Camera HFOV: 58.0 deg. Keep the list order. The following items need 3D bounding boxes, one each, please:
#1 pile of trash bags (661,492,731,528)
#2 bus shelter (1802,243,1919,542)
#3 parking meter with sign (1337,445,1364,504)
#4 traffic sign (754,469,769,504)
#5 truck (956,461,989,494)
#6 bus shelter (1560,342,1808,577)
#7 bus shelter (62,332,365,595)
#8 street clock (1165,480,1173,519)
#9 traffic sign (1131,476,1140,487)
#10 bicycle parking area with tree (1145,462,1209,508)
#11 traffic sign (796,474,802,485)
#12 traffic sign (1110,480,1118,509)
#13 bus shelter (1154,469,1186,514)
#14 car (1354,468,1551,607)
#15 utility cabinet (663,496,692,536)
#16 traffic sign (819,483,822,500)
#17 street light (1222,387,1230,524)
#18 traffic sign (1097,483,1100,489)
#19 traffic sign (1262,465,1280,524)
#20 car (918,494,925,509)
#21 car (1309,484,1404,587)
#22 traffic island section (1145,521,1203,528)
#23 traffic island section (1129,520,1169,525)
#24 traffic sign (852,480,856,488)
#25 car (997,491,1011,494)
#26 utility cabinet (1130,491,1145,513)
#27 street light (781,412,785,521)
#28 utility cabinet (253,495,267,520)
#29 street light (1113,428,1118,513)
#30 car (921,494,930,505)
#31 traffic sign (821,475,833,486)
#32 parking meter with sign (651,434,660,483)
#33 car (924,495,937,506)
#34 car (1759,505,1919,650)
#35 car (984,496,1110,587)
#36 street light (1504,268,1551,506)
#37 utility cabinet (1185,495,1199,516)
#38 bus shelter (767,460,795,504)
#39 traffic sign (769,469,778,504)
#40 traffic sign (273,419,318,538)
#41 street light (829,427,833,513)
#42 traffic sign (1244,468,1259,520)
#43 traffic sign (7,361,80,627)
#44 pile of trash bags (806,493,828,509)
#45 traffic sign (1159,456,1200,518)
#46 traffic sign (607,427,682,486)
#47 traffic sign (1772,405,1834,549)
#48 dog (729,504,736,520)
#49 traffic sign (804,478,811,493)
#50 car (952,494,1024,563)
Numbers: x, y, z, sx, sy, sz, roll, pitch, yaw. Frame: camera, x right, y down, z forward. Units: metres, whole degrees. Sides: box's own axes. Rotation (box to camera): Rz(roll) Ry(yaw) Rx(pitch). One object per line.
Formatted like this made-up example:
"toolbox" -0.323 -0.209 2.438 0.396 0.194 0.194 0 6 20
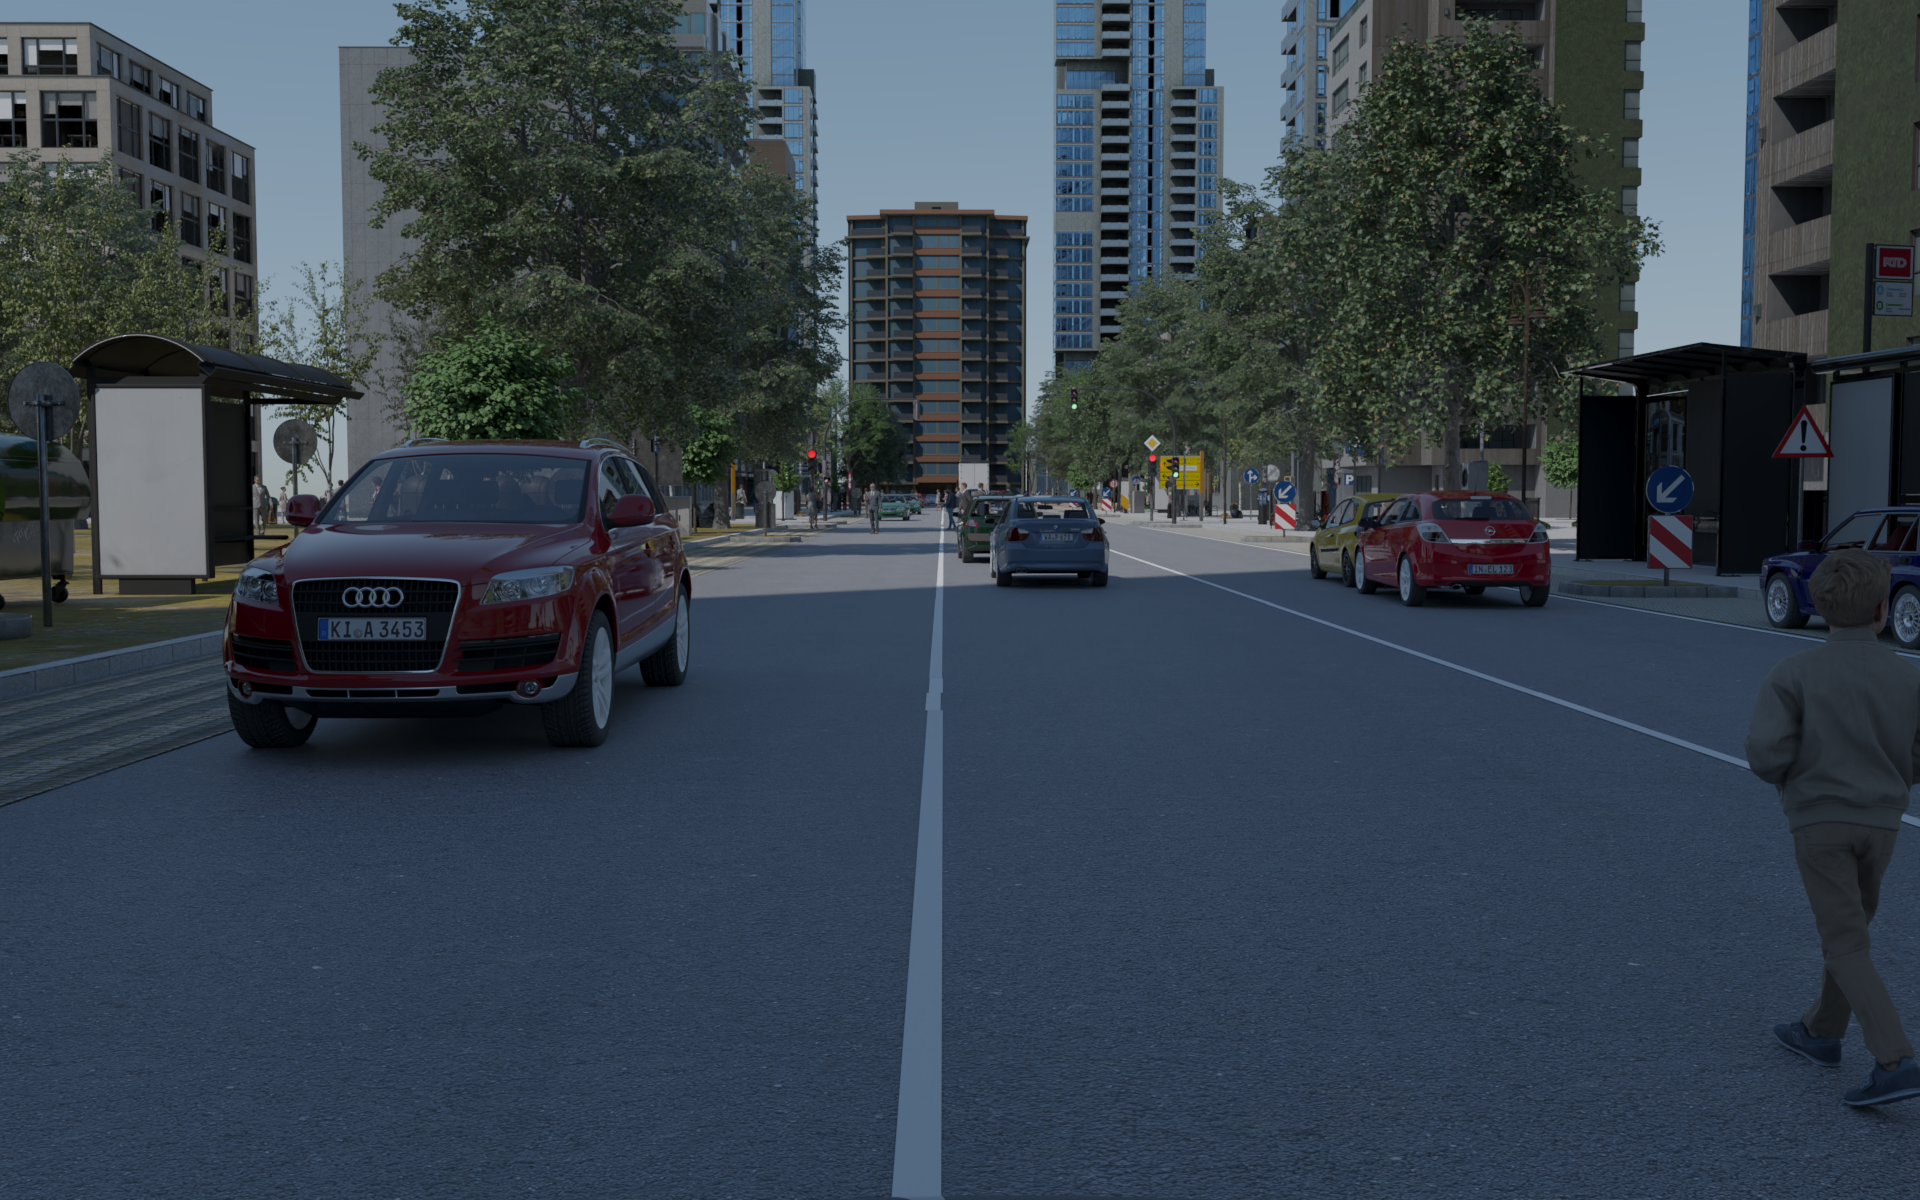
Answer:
"pile of trash bags" -10.441 -3.464 66.382 3.447 1.369 1.912 1 4 23
"bus shelter" 14.354 -2.925 25.464 2.179 5.291 8.768 0 4 -1
"parking meter with sign" 11.665 -3.418 52.147 0.543 3.016 1.738 0 4 -1
"traffic sign" -7.976 -4.122 69.529 0.606 2.300 0.079 0 4 4
"truck" 1.140 -9.884 150.519 2.839 4.237 11.283 0 4 -1
"bus shelter" 12.267 -2.361 29.893 1.731 3.624 6.357 0 4 -1
"bus shelter" -10.325 -1.869 24.486 2.014 3.302 5.546 0 4 0
"street clock" 10.971 -5.266 90.668 0.471 2.002 0.358 -2 4 -34
"traffic sign" 12.331 -7.392 120.968 0.768 2.556 0.104 0 4 3
"bicycle parking area with tree" 20.566 -10.049 151.296 9.016 4.147 8.231 0 4 -3
"traffic sign" -10.592 -6.852 112.130 0.768 2.556 0.104 0 4 1
"traffic sign" 13.534 -9.314 152.396 0.768 2.556 0.104 0 3 0
"bus shelter" 13.869 -7.360 114.257 2.014 3.302 5.546 0 4 0
"car" 6.586 -0.886 23.519 2.155 1.783 4.494 0 4 1
"utility cabinet" -8.764 -2.567 53.136 1.020 1.237 0.306 0 4 5
"traffic sign" -11.131 -8.385 137.195 0.768 2.556 0.104 0 4 5
"street light" 11.239 -6.146 73.270 0.468 5.910 1.993 0 4 -1
"traffic sign" 12.176 -9.329 154.662 0.606 2.300 0.079 0 4 2
"traffic sign" 13.408 -4.568 74.791 0.768 2.556 0.104 0 4 0
"car" -4.527 -10.040 173.194 2.155 1.783 4.494 0 4 0
"car" 6.782 -1.088 28.005 2.015 1.641 3.980 0 4 1
"traffic island section" 9.207 -3.184 74.343 2.009 0.180 2.903 0 4 -1
"traffic island section" 9.131 -3.673 82.327 2.009 0.180 2.903 0 4 -1
"traffic sign" -9.808 -9.614 157.292 0.768 2.556 0.104 0 4 4
"car" 4.783 -10.861 186.247 2.281 1.827 5.304 0 4 1
"utility cabinet" 11.773 -6.486 114.733 0.318 1.500 1.173 3 5 43
"street light" -8.420 -6.697 82.276 0.468 5.910 1.993 0 4 -1
"utility cabinet" -34.084 -4.589 83.713 1.173 1.500 0.318 0 4 -8
"street light" 10.668 -8.961 119.308 0.468 5.910 1.993 0 4 -1
"car" -4.759 -13.003 222.381 2.009 1.686 4.222 0 4 -1
"traffic sign" -8.631 -6.849 112.089 0.768 2.556 0.104 0 4 4
"parking meter with sign" -9.554 -3.283 49.938 1.738 3.016 0.543 1 4 11
"car" -3.563 -12.492 216.605 2.083 1.381 4.827 0 4 0
"car" 9.526 -0.281 17.174 1.945 1.354 3.894 0 4 0
"car" 1.406 -0.987 28.138 2.014 1.417 4.499 0 4 -1
"street light" 11.604 -3.839 35.555 0.468 5.910 1.993 0 4 -1
"utility cabinet" 13.767 -5.554 101.969 1.020 1.237 0.306 0 4 -7
"bus shelter" -11.940 -7.724 117.571 1.731 3.624 6.357 0 4 -1
"traffic sign" -9.697 -5.429 88.866 0.768 2.556 0.104 0 4 5
"traffic sign" -11.252 -1.787 29.325 0.768 2.556 0.104 0 4 3
"street light" -8.906 -9.003 119.991 0.468 5.910 1.993 0 4 -1
"traffic sign" 14.469 -5.259 86.093 0.768 2.556 0.104 0 4 0
"traffic sign" -8.812 -1.012 16.654 0.768 2.556 0.104 1 4 9
"pile of trash bags" -12.041 -8.358 146.412 1.912 1.369 3.447 0 4 -3
"traffic sign" 11.678 -5.975 91.570 2.265 3.308 0.079 0 4 8
"traffic sign" -9.543 -3.583 52.448 2.265 3.308 0.079 0 4 1
"traffic sign" 12.364 -1.557 25.462 0.884 2.594 0.081 0 4 3
"dog" -11.034 -4.278 84.333 0.513 0.831 0.800 0 4 8
"traffic sign" -11.759 -8.223 134.543 0.768 2.556 0.104 1 4 9
"car" 0.839 -1.687 37.368 2.009 1.686 4.222 0 4 -2
